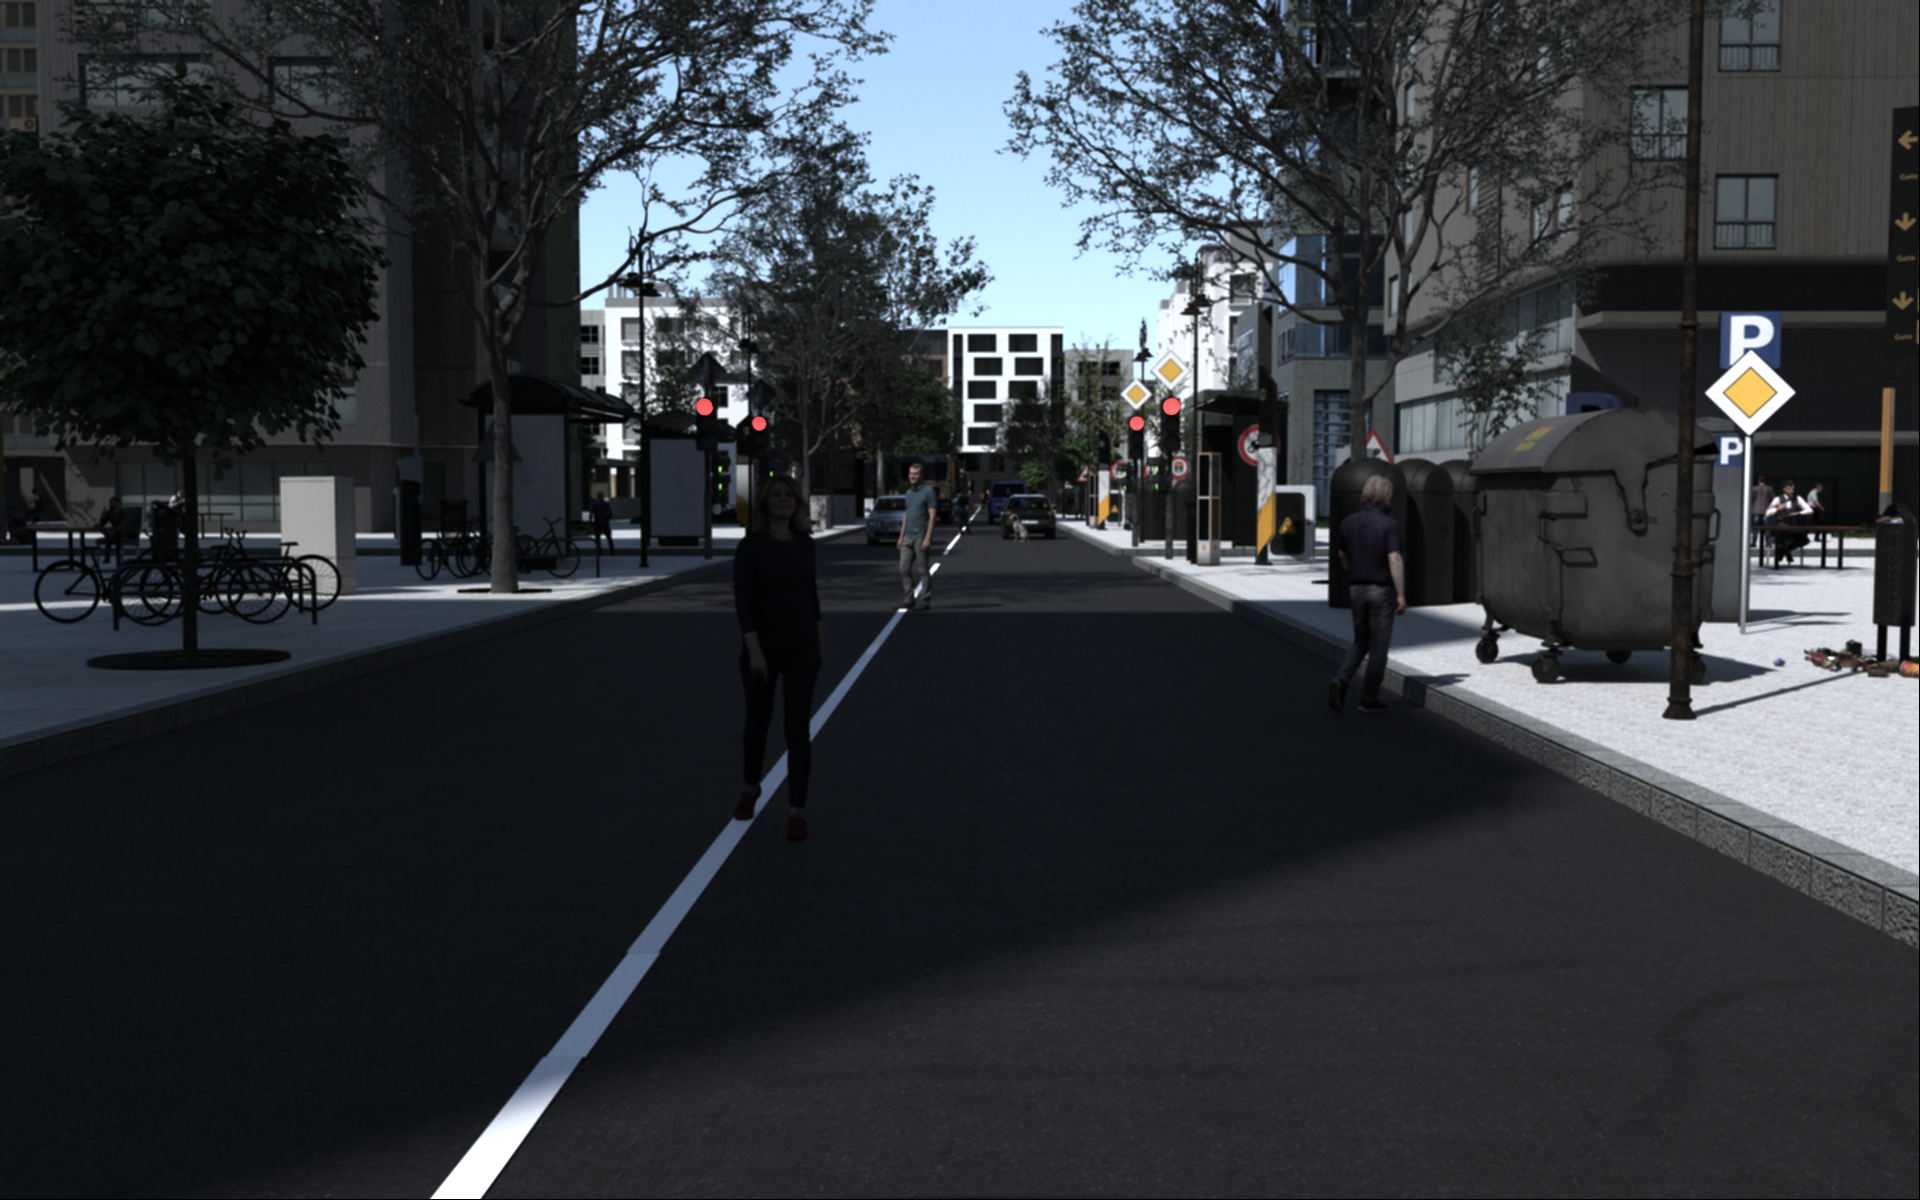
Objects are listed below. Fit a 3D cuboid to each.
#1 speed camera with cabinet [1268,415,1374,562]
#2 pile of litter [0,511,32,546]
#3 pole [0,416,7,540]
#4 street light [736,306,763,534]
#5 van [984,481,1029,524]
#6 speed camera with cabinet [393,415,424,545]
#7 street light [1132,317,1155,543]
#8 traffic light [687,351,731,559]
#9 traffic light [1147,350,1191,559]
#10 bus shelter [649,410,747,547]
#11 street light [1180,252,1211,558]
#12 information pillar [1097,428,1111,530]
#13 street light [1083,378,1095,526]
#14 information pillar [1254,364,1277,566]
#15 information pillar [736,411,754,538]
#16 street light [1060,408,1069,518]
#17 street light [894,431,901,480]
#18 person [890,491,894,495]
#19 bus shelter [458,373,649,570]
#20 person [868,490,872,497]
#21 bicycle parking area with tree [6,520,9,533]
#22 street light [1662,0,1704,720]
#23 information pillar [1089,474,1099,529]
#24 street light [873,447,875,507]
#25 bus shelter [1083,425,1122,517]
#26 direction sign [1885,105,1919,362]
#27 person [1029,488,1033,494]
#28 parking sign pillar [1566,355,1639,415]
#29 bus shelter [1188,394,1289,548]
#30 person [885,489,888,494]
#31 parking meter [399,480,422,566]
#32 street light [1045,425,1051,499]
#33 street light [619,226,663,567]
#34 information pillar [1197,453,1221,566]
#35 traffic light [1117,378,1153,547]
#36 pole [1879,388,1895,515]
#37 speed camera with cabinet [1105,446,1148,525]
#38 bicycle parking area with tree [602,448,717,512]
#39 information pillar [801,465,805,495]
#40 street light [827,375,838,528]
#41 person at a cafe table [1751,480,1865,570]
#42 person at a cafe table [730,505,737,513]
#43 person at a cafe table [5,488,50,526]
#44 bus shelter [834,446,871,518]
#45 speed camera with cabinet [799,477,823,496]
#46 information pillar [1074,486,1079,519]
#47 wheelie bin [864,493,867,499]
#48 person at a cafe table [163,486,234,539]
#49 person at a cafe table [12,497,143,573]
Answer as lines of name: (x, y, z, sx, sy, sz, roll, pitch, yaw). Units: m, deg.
speed camera with cabinet: (6.818, -2.368, 33.060, 2.038, 3.252, 0.660, 0, 4, 7)
pile of litter: (-23.915, -1.802, 43.434, 1.176, 0.858, 1.719, 0, 4, 8)
pole: (-25.153, -3.154, 45.418, 0.158, 3.312, 0.155, 0, 3, 0)
street light: (-5.168, -4.270, 42.608, 0.468, 5.910, 1.993, 0, 4, 1)
van: (2.324, -4.911, 84.677, 2.240, 2.365, 5.245, 0, 4, 0)
speed camera with cabinet: (-13.957, -3.022, 43.751, 0.660, 3.252, 2.038, -1, 4, -22)
street light: (4.782, -4.440, 45.379, 0.468, 5.910, 1.993, 0, 4, 1)
traffic light: (-4.961, -2.765, 34.136, 0.839, 4.253, 0.868, 0, 4, 1)
traffic light: (4.099, -2.757, 33.995, 0.839, 4.253, 0.868, 0, 4, 1)
bus shelter: (-6.886, -3.108, 44.738, 2.014, 3.302, 5.546, 0, 4, 1)
street light: (4.530, -3.703, 33.329, 0.468, 5.910, 1.993, 0, 4, 1)
information pillar: (5.115, -4.286, 61.428, 0.504, 3.616, 0.183, 3, 5, 43)
street light: (5.118, -5.885, 69.006, 0.468, 5.910, 1.993, 0, 4, 1)
information pillar: (5.500, -2.428, 31.049, 0.183, 3.616, 0.504, -1, 4, -22)
information pillar: (-6.062, -3.523, 48.958, 0.504, 3.616, 0.183, 0, 4, 4)
street light: (5.605, -7.374, 93.351, 0.468, 5.910, 1.993, 0, 4, 1)
street light: (-4.012, -8.565, 112.819, 0.468, 5.910, 1.993, 0, 4, 1)
person: (-4.920, -7.368, 126.598, 0.705, 1.812, 1.348, 0, 4, -6)
bus shelter: (-7.327, -2.313, 31.742, 2.014, 3.302, 5.546, 0, 4, 1)
person: (-10.261, -11.438, 193.779, 0.721, 1.736, 1.217, -3, 5, -41)
bicycle parking area with tree: (-31.446, -3.770, 48.636, 9.016, 4.147, 8.231, 0, 4, -1)
street light: (4.119, -2.260, 9.740, 0.468, 5.910, 1.993, 0, 4, 1)
information pillar: (5.029, -3.673, 64.539, 0.304, 2.012, 0.304, -3, 4, -39)
street light: (-4.425, -7.133, 89.416, 0.468, 5.910, 1.993, 0, 4, 1)
bus shelter: (7.859, -7.383, 98.345, 2.179, 5.291, 8.768, 0, 4, 1)
direction sign: (5.844, -1.103, 10.034, 0.876, 3.537, 0.379, 2, 4, 33)
person: (7.080, -10.393, 175.598, 0.705, 1.869, 1.348, 3, 4, 38)
parking sign pillar: (12.203, -2.727, 33.053, 1.447, 3.967, 1.447, -3, 5, -45)
bus shelter: (6.998, -3.220, 43.927, 1.731, 3.624, 6.357, 0, 4, 1)
person: (-7.378, -10.322, 174.888, 0.705, 1.814, 1.350, 1, 4, 9)
parking meter: (-9.888, -1.392, 31.176, 0.372, 1.533, 0.369, 0, 3, 0)
street light: (5.955, -8.805, 116.755, 0.468, 5.910, 1.993, 0, 4, 1)
street light: (-5.537, -3.511, 30.190, 0.468, 5.910, 1.993, 0, 4, 1)
information pillar: (4.436, -1.613, 30.866, 0.304, 2.012, 0.304, 3, 5, 44)
traffic light: (4.238, -3.245, 41.978, 0.839, 4.253, 0.868, 0, 4, 1)
pole: (17.844, -2.417, 33.361, 0.158, 3.312, 0.155, 0, 3, 0)
speed camera with cabinet: (6.958, -4.697, 71.136, 2.038, 3.252, 0.660, 1, 4, 13)
bicycle parking area with tree: (-19.652, -7.453, 108.851, 8.231, 4.147, 9.016, 1, 4, 18)
information pillar: (-7.512, -5.678, 84.187, 0.504, 3.616, 0.183, 2, 4, 35)
street light: (-4.913, -5.702, 66.014, 0.468, 5.910, 1.993, 0, 4, 1)
person at a cafe table: (14.388, -1.306, 29.866, 1.698, 1.524, 1.622, 0, 4, 6)
person at a cafe table: (-10.390, -4.783, 86.722, 1.622, 1.524, 1.698, 1, 4, 21)
person at a cafe table: (-38.135, -3.809, 70.796, 1.622, 1.524, 1.698, -1, 4, -11)
bus shelter: (-5.573, -5.923, 88.122, 1.731, 3.624, 6.357, 0, 4, 1)
speed camera with cabinet: (-7.494, -5.677, 87.158, 0.660, 3.252, 2.038, 1, 4, 16)
information pillar: (6.015, -5.973, 89.019, 0.183, 3.616, 0.504, 0, 4, -5)
wheelie bin: (-6.593, -6.597, 115.771, 0.693, 1.594, 0.980, -1, 4, -14)
person at a cafe table: (-22.228, -2.536, 49.971, 1.622, 1.524, 1.698, 1, 4, 22)
person at a cafe table: (-14.467, -1.106, 28.939, 1.698, 1.238, 1.726, 1, 4, 20)
